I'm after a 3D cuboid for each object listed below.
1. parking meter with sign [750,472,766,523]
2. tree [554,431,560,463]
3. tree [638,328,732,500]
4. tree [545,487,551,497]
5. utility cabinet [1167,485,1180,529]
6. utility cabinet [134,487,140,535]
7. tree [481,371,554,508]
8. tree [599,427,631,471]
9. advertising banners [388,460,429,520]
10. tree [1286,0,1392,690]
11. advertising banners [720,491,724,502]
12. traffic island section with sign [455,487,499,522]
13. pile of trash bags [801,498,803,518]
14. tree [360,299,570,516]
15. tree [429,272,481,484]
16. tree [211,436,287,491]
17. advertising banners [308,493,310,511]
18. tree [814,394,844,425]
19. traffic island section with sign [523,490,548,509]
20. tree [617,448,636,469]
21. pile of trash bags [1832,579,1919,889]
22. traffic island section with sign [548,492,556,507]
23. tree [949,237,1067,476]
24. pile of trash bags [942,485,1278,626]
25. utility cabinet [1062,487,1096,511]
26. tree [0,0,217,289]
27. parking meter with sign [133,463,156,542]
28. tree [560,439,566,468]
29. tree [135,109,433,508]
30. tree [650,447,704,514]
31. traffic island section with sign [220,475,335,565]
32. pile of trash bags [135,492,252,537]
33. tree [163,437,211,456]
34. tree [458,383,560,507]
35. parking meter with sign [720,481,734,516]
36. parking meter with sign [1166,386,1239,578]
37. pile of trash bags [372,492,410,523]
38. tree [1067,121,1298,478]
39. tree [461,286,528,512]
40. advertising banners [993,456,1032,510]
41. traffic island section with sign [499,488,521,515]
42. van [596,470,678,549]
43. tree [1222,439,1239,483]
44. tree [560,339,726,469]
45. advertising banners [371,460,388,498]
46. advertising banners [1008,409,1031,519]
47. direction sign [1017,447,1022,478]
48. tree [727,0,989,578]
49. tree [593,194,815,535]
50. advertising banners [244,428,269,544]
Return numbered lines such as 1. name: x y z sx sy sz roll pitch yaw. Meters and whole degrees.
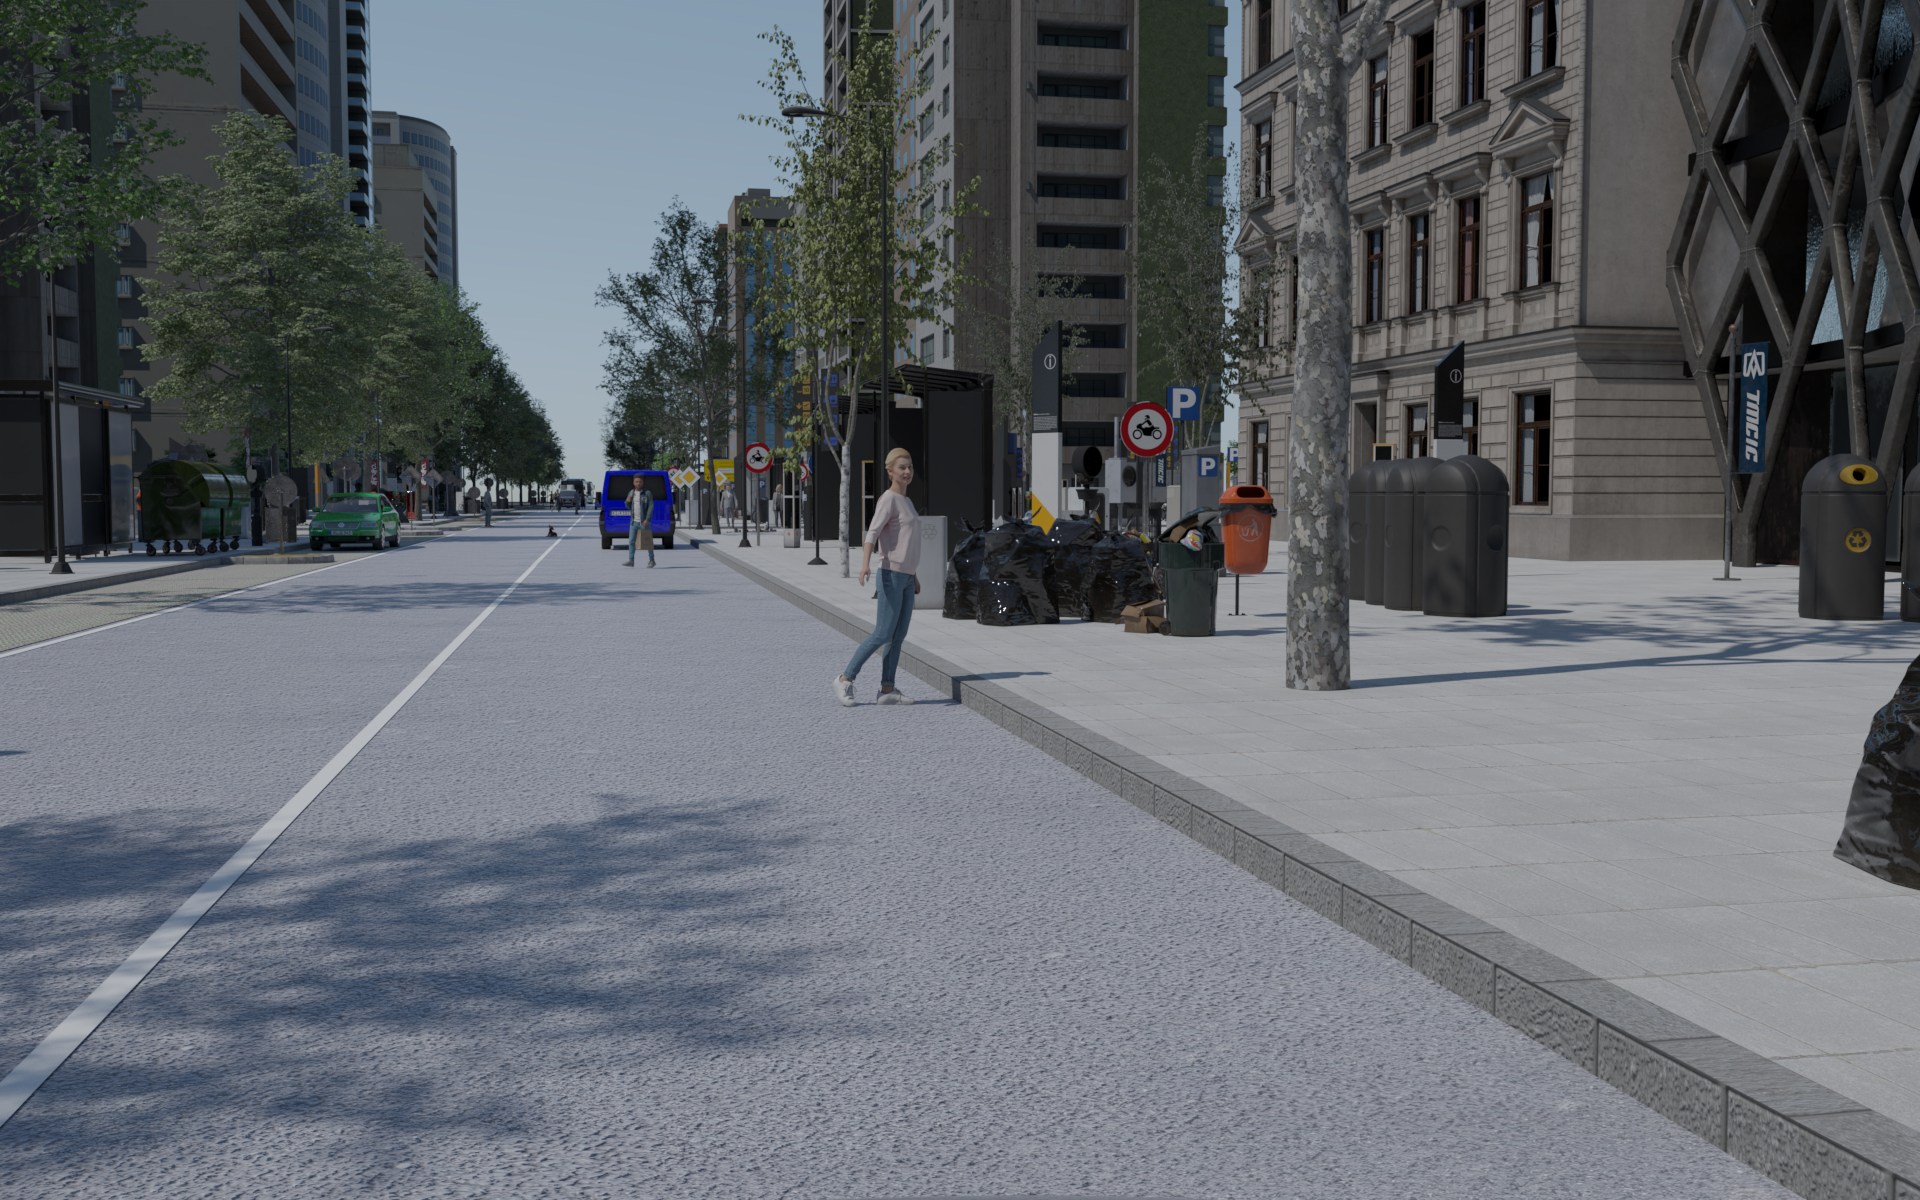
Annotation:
1. parking meter with sign: -8.954 -4.940 77.022 0.543 3.016 1.738 -2 4 -30
2. tree: -50.697 -17.121 198.060 7.486 12.596 7.792 0 3 0
3. tree: -11.717 -7.561 73.989 4.360 8.622 3.978 0 3 0
4. tree: -65.577 -19.859 275.048 4.737 8.622 4.395 0 3 0
5. utility cabinet: 5.894 -2.179 44.313 1.173 1.500 0.318 2 4 25
6. utility cabinet: -25.338 -2.703 52.875 0.318 1.500 1.173 -1 4 -12
7. tree: -40.902 -14.462 154.575 7.486 12.596 7.792 0 3 0
8. tree: -46.602 -19.474 244.147 9.928 11.665 9.643 0 3 0
9. advertising banners: -27.656 -5.562 87.134 2.074 3.025 0.090 1 4 9
10. tree: 1.450 -9.409 9.719 12.611 20.169 13.585 0 3 0
11. advertising banners: -13.782 -6.646 104.846 2.074 3.025 0.090 -1 4 -22
12. traffic island section with sign: -25.230 -4.987 90.166 1.989 1.847 2.006 -1 4 -12
13. pile of trash bags: -7.245 -5.122 93.496 1.912 1.369 3.447 -2 4 -25
14. tree: -29.702 -11.214 100.349 9.611 12.733 9.660 0 3 0
15. tree: -24.607 -9.465 72.882 7.486 12.596 7.792 0 3 0
16. tree: -38.481 -6.816 95.152 4.285 4.588 4.351 0 3 0
17. advertising banners: -50.094 -8.212 130.459 2.074 3.025 0.090 -1 4 -16
18. tree: -8.772 -10.369 119.898 4.360 8.622 3.978 0 3 0
19. traffic island section with sign: -40.745 -9.611 165.772 1.989 1.847 2.006 -1 4 -12
20. tree: -35.395 -14.826 192.765 4.737 8.622 4.395 0 3 0
21. pile of trash bags: 4.827 0.258 5.528 3.447 1.369 1.912 -1 4 -8
22. traffic island section with sign: -46.201 -11.240 192.402 1.989 1.847 2.006 -1 4 -12
23. tree: 1.918 -6.025 48.873 4.360 8.622 3.978 0 3 0
24. pile of trash bags: 1.576 -0.494 17.824 3.447 1.369 1.912 -1 4 -9
25. utility cabinet: 3.937 -2.988 57.533 1.173 1.500 0.318 -2 4 -25
26. tree: -13.221 -5.831 21.086 9.928 11.665 9.643 0 3 0
27. parking meter with sign: -22.323 -3.037 45.922 1.738 3.016 0.543 -1 4 -8
28. tree: -61.551 -20.578 254.573 7.486 12.596 7.792 0 3 0
29. tree: -20.821 -8.205 52.286 7.486 12.596 7.792 0 3 0
30. tree: -18.212 -7.812 111.440 4.285 4.588 4.351 0 3 0
31. traffic island section with sign: -14.115 -1.671 35.945 1.989 1.847 2.006 -1 4 -12
32. pile of trash bags: -22.901 -2.580 51.939 3.447 1.369 1.912 0 4 -8
33. tree: -44.527 -7.142 100.477 4.285 4.588 4.351 0 3 0
34. tree: -45.795 -16.118 173.903 12.009 13.543 11.850 0 3 0
35. parking meter with sign: -13.233 -6.320 99.586 0.543 3.016 1.738 -3 5 -43
36. parking meter with sign: 3.778 -1.900 27.331 0.543 3.016 1.738 -1 4 -12
37. pile of trash bags: -25.728 -4.103 76.833 1.912 1.369 3.447 -2 4 -32
38. tree: 5.057 -5.196 35.325 4.360 8.622 3.978 0 3 0
39. tree: -25.647 -9.563 82.107 9.928 11.665 9.643 0 3 0
40. advertising banners: 2.475 -5.082 79.271 2.074 3.025 0.090 2 4 25
41. traffic island section with sign: -30.703 -6.617 116.813 1.989 1.847 2.006 -1 4 -12
42. van: -8.695 -2.583 46.620 2.240 2.365 5.245 -1 4 -11
43. tree: 14.548 -6.241 85.761 4.285 4.588 4.351 0 3 0
44. tree: -22.019 -13.446 130.209 12.009 13.543 11.850 0 3 0
45. advertising banners: -29.057 -5.630 88.231 2.074 3.025 0.090 -2 4 -25
46. advertising banners: 1.187 -2.377 35.060 0.090 3.025 2.074 1 4 11
47. direction sign: 2.662 -5.630 84.052 0.876 3.537 0.379 -2 4 -26
48. tree: -1.689 -4.657 26.506 4.737 8.622 4.395 0 3 0
49. tree: -8.050 -7.347 54.535 7.601 10.594 8.767 0 4 -2
50. advertising banners: -18.483 -3.016 45.498 0.090 3.025 2.074 -3 4 -36
